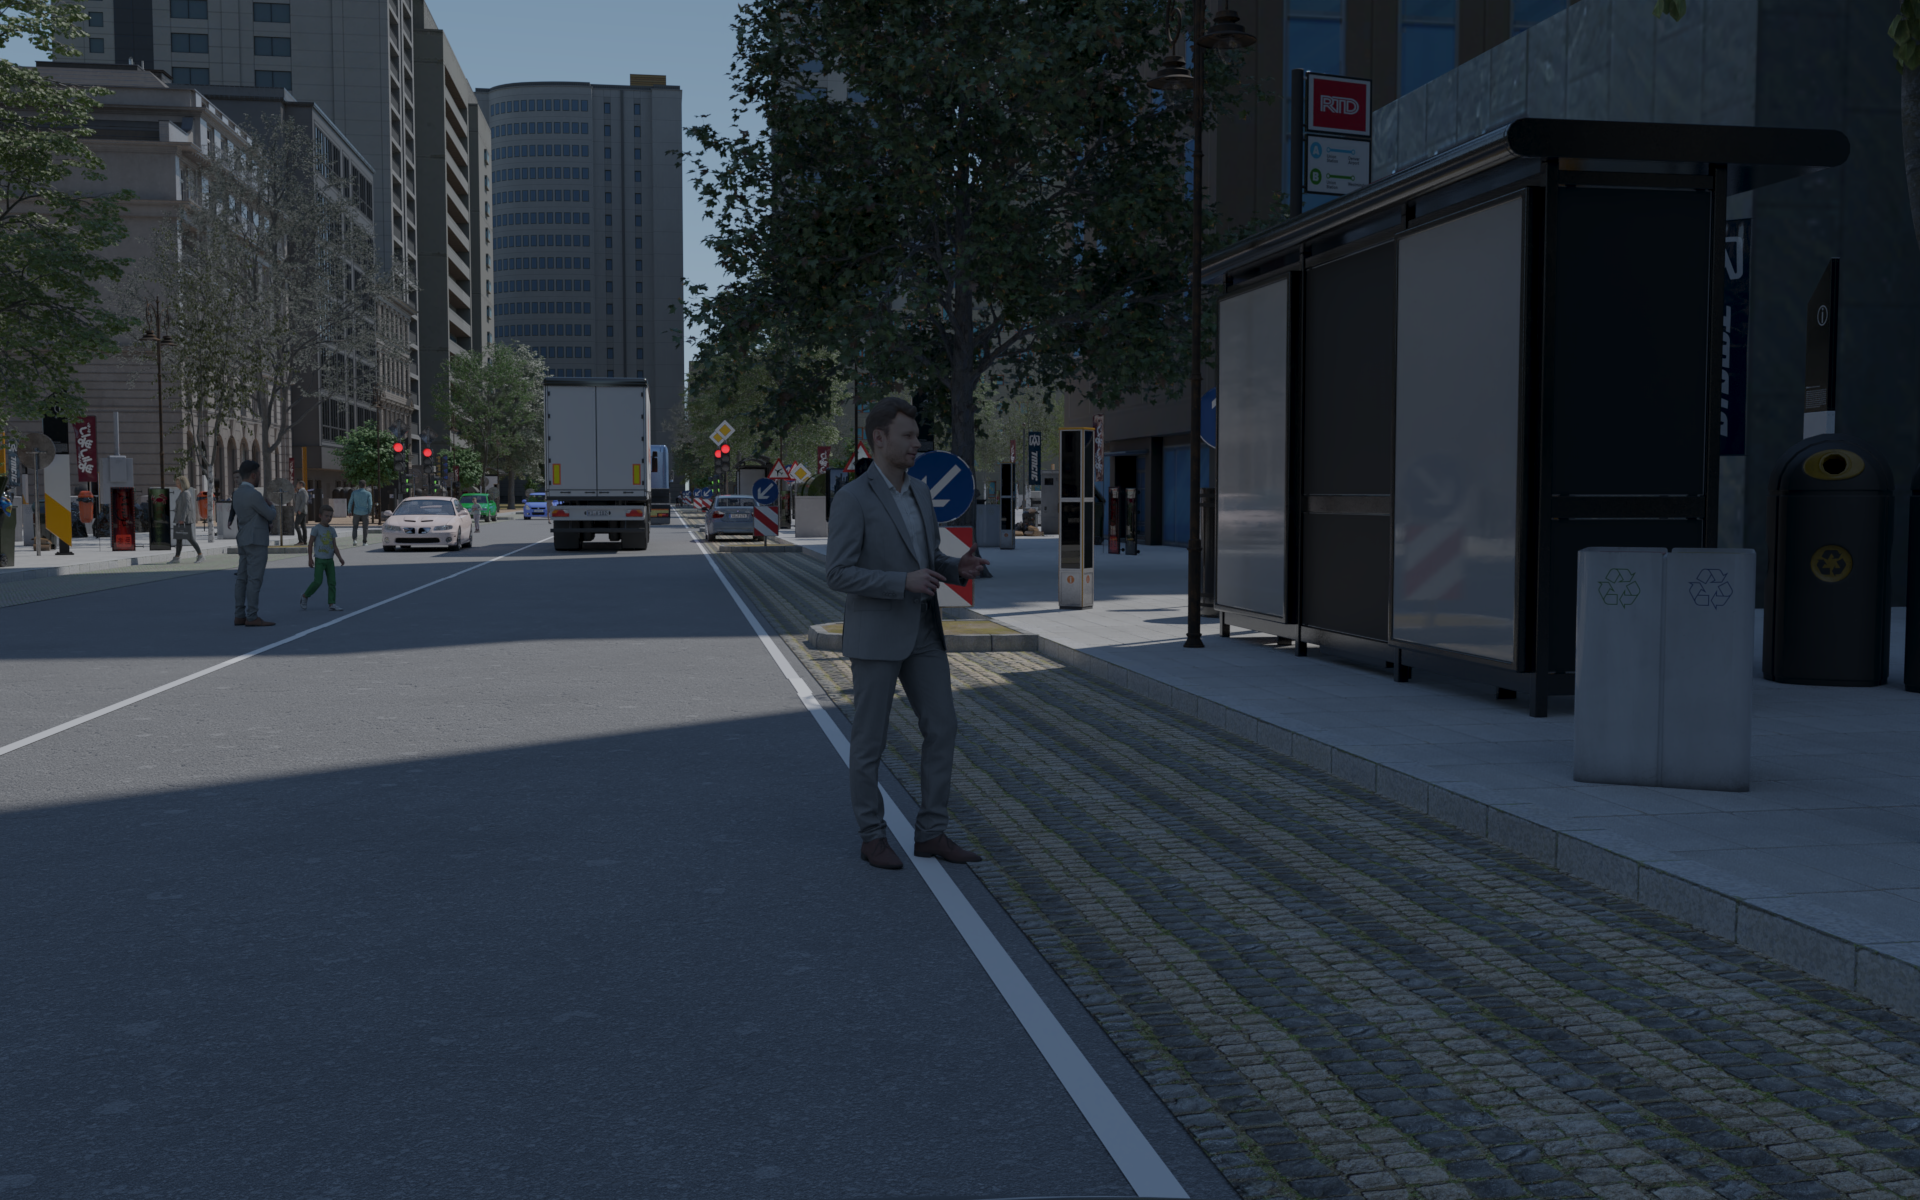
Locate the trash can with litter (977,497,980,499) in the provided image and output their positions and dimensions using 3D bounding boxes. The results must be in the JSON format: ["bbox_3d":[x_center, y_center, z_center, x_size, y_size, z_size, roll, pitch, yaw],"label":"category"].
[{"bbox_3d":[0.648,-6.256,113.337,2.233,1.210,1.678,0,4,6],"label":"trash can with litter"}]

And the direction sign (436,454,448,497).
[{"bbox_3d":[-29.569,-6.537,98.885,0.379,3.537,0.876,2,4,29],"label":"direction sign"}]

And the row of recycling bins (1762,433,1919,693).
[{"bbox_3d":[6.763,-0.226,10.805,1.069,1.692,3.534,-2,4,-35],"label":"row of recycling bins"}]

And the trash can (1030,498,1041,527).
[{"bbox_3d":[3.093,-3.469,68.369,0.748,1.137,0.748,0,3,0],"label":"trash can"}]

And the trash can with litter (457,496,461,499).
[{"bbox_3d":[-32.502,-6.216,113.024,0.624,1.170,1.055,-1,4,-21],"label":"trash can with litter"}]

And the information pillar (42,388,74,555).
[{"bbox_3d":[-18.871,-2.744,36.214,0.504,3.616,0.183,-3,4,-36],"label":"information pillar"}]

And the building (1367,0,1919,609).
[{"bbox_3d":[20.569,-42.874,13.658,22.319,86.520,31.000,-1,4,-10],"label":"building"}]

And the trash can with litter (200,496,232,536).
[{"bbox_3d":[-22.186,-2.587,53.353,2.233,1.210,1.678,-1,4,-22],"label":"trash can with litter"}]

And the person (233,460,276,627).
[{"bbox_3d":[-7.657,-0.623,18.871,0.511,1.800,0.466,2,4,29],"label":"person"}]

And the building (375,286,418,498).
[{"bbox_3d":[-48.179,-16.399,132.745,10.561,19.102,19.286,-1,4,-10],"label":"building"}]

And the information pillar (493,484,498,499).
[{"bbox_3d":[-33.199,-7.311,124.020,0.304,2.012,0.304,0,4,3],"label":"information pillar"}]

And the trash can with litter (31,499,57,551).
[{"bbox_3d":[-20.767,-1.712,39.375,0.624,1.170,1.055,-1,4,-23],"label":"trash can with litter"}]

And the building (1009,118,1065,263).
[{"bbox_3d":[14.987,-36.038,212.916,21.600,48.544,21.300,-1,4,-10],"label":"building"}]

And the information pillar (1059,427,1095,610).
[{"bbox_3d":[1.295,-0.903,19.259,0.304,2.012,0.304,2,4,29],"label":"information pillar"}]

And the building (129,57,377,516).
[{"bbox_3d":[-46.440,-19.410,110.854,14.314,27.812,24.014,-1,4,-10],"label":"building"}]

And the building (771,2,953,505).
[{"bbox_3d":[-11.550,-40.439,203.169,21.231,58.520,28.212,-1,4,-10],"label":"building"}]

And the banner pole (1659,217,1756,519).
[{"bbox_3d":[5.988,-1.474,14.113,0.863,3.779,0.401,3,5,40],"label":"banner pole"}]

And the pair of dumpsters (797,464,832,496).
[{"bbox_3d":[-4.606,-3.454,58.971,1.574,2.255,4.437,-1,4,-10],"label":"pair of dumpsters"}]

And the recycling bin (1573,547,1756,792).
[{"bbox_3d":[3.202,0.287,7.869,0.722,1.027,0.722,2,4,24],"label":"recycling bin"}]

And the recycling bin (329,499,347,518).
[{"bbox_3d":[-33.766,-4.980,93.977,0.722,1.027,0.722,-3,5,-39],"label":"recycling bin"}]

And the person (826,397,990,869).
[{"bbox_3d":[-0.188,0.126,6.632,0.583,1.804,0.606,2,4,35],"label":"person"}]

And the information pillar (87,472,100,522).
[{"bbox_3d":[-29.262,-3.303,58.498,0.304,2.012,0.304,3,5,45],"label":"information pillar"}]

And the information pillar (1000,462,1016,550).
[{"bbox_3d":[1.100,-2.170,39.976,0.304,2.012,0.304,1,4,15],"label":"information pillar"}]

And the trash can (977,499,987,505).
[{"bbox_3d":[0.373,-2.173,47.179,0.748,1.137,0.748,0,3,0],"label":"trash can"}]

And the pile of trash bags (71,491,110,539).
[{"bbox_3d":[-25.697,-2.533,51.161,1.912,1.369,3.447,-2,4,-24],"label":"pile of trash bags"}]

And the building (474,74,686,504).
[{"bbox_3d":[-53.375,-42.989,244.874,28.212,58.520,21.231,-1,4,-10],"label":"building"}]

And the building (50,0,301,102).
[{"bbox_3d":[-86.998,-46.247,194.389,20.611,71.187,20.563,-1,4,-10],"label":"building"}]

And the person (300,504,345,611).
[{"bbox_3d":[-7.843,-0.521,21.271,0.590,1.304,0.306,1,4,19],"label":"person"}]

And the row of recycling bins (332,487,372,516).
[{"bbox_3d":[-35.859,-5.819,102.255,3.534,1.692,1.069,3,4,37],"label":"row of recycling bins"}]

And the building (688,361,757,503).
[{"bbox_3d":[-25.118,-25.037,254.398,28.899,21.520,27.650,-1,4,-10],"label":"building"}]

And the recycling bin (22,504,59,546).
[{"bbox_3d":[-22.824,-1.873,43.175,0.722,1.027,0.722,0,4,2],"label":"recycling bin"}]

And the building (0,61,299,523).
[{"bbox_3d":[-42.476,-15.020,87.372,13.314,21.916,24.055,-1,4,-10],"label":"building"}]

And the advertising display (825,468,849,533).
[{"bbox_3d":[-3.030,-2.302,42.844,0.123,1.923,0.974,2,4,25],"label":"advertising display"}]

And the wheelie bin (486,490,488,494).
[{"bbox_3d":[-34.767,-7.362,128.281,0.980,1.594,0.693,0,4,7],"label":"wheelie bin"}]

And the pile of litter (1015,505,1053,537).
[{"bbox_3d":[2.016,-2.367,52.670,1.719,0.858,1.176,3,5,45],"label":"pile of litter"}]

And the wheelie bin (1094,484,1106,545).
[{"bbox_3d":[3.324,-2.193,43.771,0.693,1.594,0.980,1,4,9],"label":"wheelie bin"}]

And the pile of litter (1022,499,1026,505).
[{"bbox_3d":[5.276,-8.113,146.606,1.176,0.858,1.719,-1,4,-17],"label":"pile of litter"}]

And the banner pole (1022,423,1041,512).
[{"bbox_3d":[2.474,-4.342,61.003,0.863,3.779,0.401,-1,4,-12],"label":"banner pole"}]

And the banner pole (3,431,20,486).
[{"bbox_3d":[-37.941,-4.843,69.203,0.401,3.779,0.863,2,4,29],"label":"banner pole"}]

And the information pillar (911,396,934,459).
[{"bbox_3d":[-0.738,-2.655,34.756,0.504,3.616,0.183,-1,4,-21],"label":"information pillar"}]

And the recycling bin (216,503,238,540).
[{"bbox_3d":[-20.679,-2.246,49.273,0.722,1.027,0.722,-3,4,-38],"label":"recycling bin"}]

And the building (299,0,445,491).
[{"bbox_3d":[-56.627,-43.615,151.350,20.563,71.187,20.611,-1,4,-10],"label":"building"}]

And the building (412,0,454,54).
[{"bbox_3d":[-61.009,-33.598,173.035,21.300,48.544,21.600,-1,4,-10],"label":"building"}]

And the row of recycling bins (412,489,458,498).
[{"bbox_3d":[-38.936,-7.447,128.864,3.534,1.692,1.069,-2,4,-27],"label":"row of recycling bins"}]

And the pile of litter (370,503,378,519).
[{"bbox_3d":[-29.617,-4.582,88.880,1.176,0.858,1.719,-2,4,-30],"label":"pile of litter"}]

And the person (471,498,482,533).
[{"bbox_3d":[-17.970,-3.155,64.360,0.425,1.301,0.394,0,4,-2],"label":"person"}]

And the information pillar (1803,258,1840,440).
[{"bbox_3d":[8.669,-1.597,17.474,0.183,3.616,0.504,0,4,0],"label":"information pillar"}]

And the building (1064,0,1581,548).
[{"bbox_3d":[11.085,-24.108,44.282,14.600,45.320,14.200,-1,4,-10],"label":"building"}]

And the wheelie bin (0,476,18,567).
[{"bbox_3d":[-17.057,-1.379,30.450,0.980,1.594,0.693,0,4,2],"label":"wheelie bin"}]

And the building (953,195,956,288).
[{"bbox_3d":[-2.066,-36.736,250.745,14.200,45.320,14.600,-1,4,-10],"label":"building"}]

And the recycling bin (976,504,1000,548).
[{"bbox_3d":[0.690,-1.798,41.944,0.722,1.027,0.722,-2,4,-34],"label":"recycling bin"}]

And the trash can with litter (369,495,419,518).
[{"bbox_3d":[-30.697,-5.027,93.244,2.233,1.210,1.678,1,4,8],"label":"trash can with litter"}]

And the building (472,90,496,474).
[{"bbox_3d":[-65.170,-35.129,198.053,21.600,48.544,21.300,-1,4,-10],"label":"building"}]

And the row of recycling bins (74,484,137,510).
[{"bbox_3d":[-35.250,-3.932,71.403,1.069,1.692,3.534,0,4,7],"label":"row of recycling bins"}]

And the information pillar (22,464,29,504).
[{"bbox_3d":[-39.256,-4.977,72.723,0.183,3.616,0.504,-3,5,-44],"label":"information pillar"}]

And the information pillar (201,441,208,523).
[{"bbox_3d":[-33.223,-5.188,76.182,0.183,3.616,0.504,0,4,-8],"label":"information pillar"}]

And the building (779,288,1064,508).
[{"bbox_3d":[-3.722,-20.285,176.705,27.650,21.520,28.899,-1,4,-10],"label":"building"}]

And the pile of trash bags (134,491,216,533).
[{"bbox_3d":[-26.847,-2.968,58.274,3.447,1.369,1.912,-3,5,-39],"label":"pile of trash bags"}]
